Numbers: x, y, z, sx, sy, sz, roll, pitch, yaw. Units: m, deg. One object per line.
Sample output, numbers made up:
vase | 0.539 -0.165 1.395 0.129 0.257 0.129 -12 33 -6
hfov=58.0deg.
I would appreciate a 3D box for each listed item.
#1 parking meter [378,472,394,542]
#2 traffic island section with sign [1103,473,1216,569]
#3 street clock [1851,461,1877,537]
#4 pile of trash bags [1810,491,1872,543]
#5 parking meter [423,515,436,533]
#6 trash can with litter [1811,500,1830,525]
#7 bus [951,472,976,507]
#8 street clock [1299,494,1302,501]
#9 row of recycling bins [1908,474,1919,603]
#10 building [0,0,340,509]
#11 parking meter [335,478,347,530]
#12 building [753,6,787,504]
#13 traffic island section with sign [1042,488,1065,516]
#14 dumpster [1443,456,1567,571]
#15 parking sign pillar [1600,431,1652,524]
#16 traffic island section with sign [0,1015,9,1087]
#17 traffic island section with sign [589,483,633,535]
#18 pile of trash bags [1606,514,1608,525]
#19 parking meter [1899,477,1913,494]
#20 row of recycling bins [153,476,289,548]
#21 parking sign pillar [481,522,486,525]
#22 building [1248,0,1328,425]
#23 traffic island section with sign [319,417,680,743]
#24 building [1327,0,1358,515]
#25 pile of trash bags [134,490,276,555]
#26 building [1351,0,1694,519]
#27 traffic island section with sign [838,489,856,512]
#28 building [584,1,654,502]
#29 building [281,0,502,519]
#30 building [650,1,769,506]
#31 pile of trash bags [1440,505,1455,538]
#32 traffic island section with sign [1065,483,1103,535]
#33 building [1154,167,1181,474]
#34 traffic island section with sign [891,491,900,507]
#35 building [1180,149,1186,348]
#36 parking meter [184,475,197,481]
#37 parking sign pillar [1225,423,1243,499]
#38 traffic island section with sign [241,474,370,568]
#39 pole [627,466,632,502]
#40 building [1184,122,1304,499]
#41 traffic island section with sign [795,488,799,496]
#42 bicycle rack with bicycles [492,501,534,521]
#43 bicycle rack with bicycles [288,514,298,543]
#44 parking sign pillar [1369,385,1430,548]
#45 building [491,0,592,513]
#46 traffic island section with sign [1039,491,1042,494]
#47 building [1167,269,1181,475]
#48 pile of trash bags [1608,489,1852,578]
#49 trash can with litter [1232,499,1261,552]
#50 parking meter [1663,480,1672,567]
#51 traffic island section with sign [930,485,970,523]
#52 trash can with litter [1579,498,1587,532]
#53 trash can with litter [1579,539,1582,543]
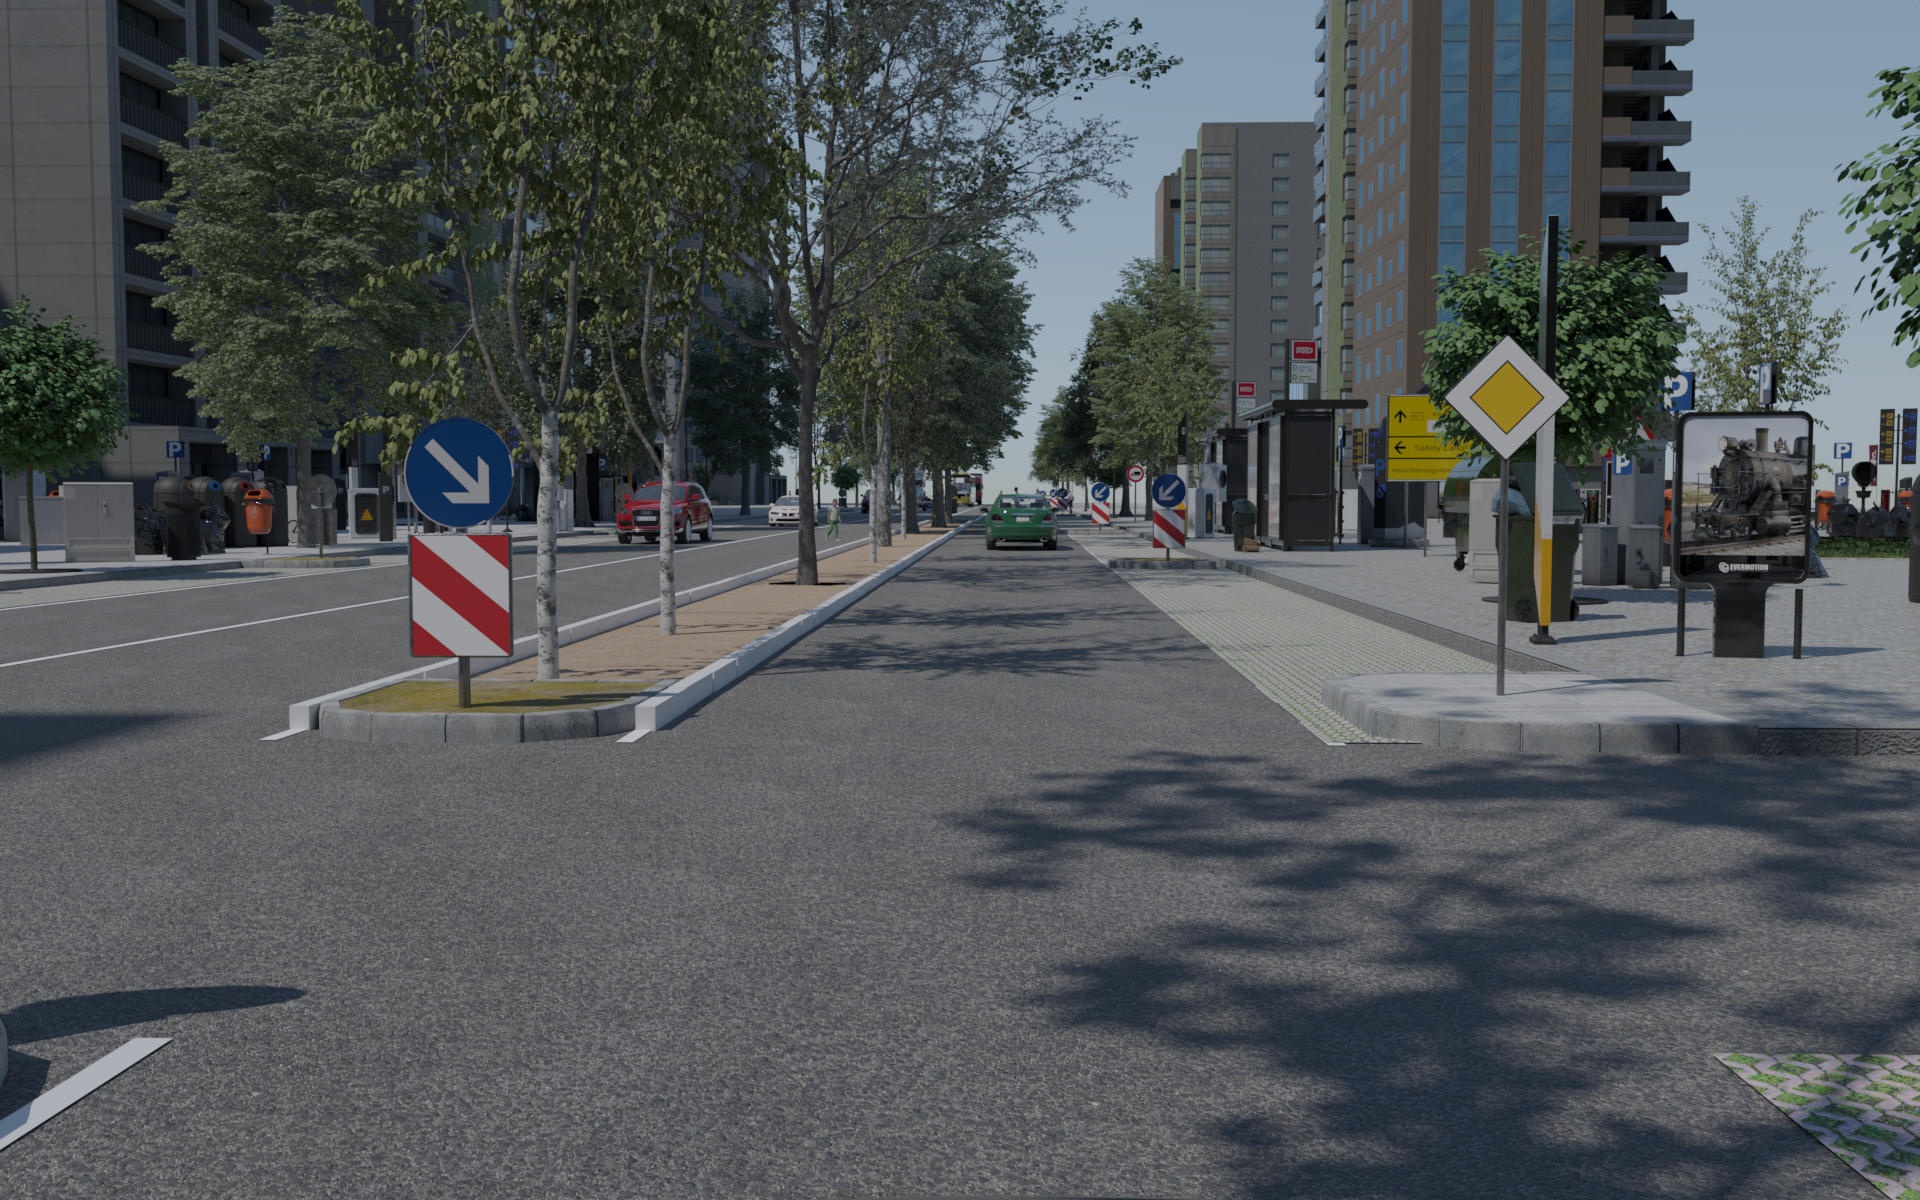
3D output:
parking meter | -15.462 -2.507 46.693 0.399 1.863 0.255 -1 4 -21
traffic island section with sign | 3.891 -1.535 33.729 1.989 1.847 2.006 0 4 2
street clock | 19.964 -2.062 38.284 0.471 2.002 0.358 1 4 12
pile of trash bags | 25.417 -2.404 49.051 1.912 1.369 3.447 -1 4 -10
parking meter | -16.527 -2.784 53.923 0.372 1.533 0.369 0 3 0
trash can with litter | 34.028 -3.415 66.900 1.678 1.210 2.233 3 5 43
bus | 0.227 -12.482 195.630 2.896 3.916 12.252 0 4 3
street clock | 10.399 -2.960 52.963 0.471 2.002 0.358 -1 4 -18
row of recycling bins | 12.900 -0.777 19.825 3.534 1.692 1.069 1 4 21
building | -38.020 -38.704 71.060 20.563 71.187 20.611 0 4 2
parking meter | -22.088 -3.433 61.833 0.399 1.863 0.255 -1 4 -17
building | -33.160 -47.953 222.287 20.563 71.187 20.611 0 4 2
traffic island section with sign | 6.438 -6.258 110.938 1.989 1.847 2.006 0 4 2
dumpster | 8.780 -1.556 27.941 1.502 2.255 1.985 0 4 2
parking sign pillar | 19.417 -3.793 50.486 1.447 3.967 1.447 3 4 38
traffic island section with sign | -3.198 0.283 3.512 2.006 1.907 1.989 0 4 2
traffic island section with sign | -11.897 -3.206 61.043 1.989 1.847 2.006 0 4 2
pile of trash bags | 13.680 -1.392 32.510 1.912 1.369 3.447 -2 4 -32
parking meter | 32.360 -3.278 59.301 0.399 1.863 0.255 -2 4 -27
row of recycling bins | -17.625 -2.092 41.325 1.069 1.692 3.534 2 4 27
parking sign pillar | -20.794 -5.181 73.180 1.447 3.967 1.447 3 5 39
building | 35.165 -49.963 129.573 22.319 86.520 31.000 0 4 2
traffic island section with sign | -2.943 -0.170 10.915 2.006 1.907 1.989 0 4 2
building | 29.866 -25.962 108.066 14.154 41.232 14.086 0 4 2
pile of trash bags | -16.111 -1.652 36.767 3.447 1.369 1.912 1 4 12
building | 29.797 -27.138 93.819 14.600 45.320 14.200 0 4 2
traffic island section with sign | -9.341 -7.910 137.955 1.989 1.847 2.006 0 4 2
building | -32.992 -29.892 138.849 14.600 45.320 14.200 0 4 2
building | -34.207 -25.114 94.211 14.154 41.232 14.086 0 4 2
building | -34.451 -40.131 198.148 21.231 58.520 28.212 0 4 2
pile of trash bags | 15.113 -2.532 51.149 1.912 1.369 3.447 0 4 -5
traffic island section with sign | 4.796 -3.196 60.881 1.989 1.847 2.006 0 4 2
building | 34.034 -35.889 236.899 14.600 45.320 14.200 0 4 2
traffic island section with sign | -7.519 -11.287 193.176 1.989 1.847 2.006 0 4 2
building | 33.263 -32.047 207.569 14.154 41.232 14.086 0 4 2
parking meter | -23.729 -2.915 53.365 0.399 1.863 0.255 1 4 22
parking sign pillar | 10.468 -4.756 66.229 1.447 3.967 1.447 1 4 22
traffic island section with sign | -12.779 -1.558 34.102 1.989 1.847 2.006 0 4 2
pole | -14.602 -5.059 76.565 0.158 3.312 0.155 0 3 0
building | 33.182 -31.186 193.478 14.154 41.232 14.086 0 4 2
traffic island section with sign | -10.229 -6.259 110.967 1.989 1.847 2.006 0 4 2
bicycle rack with bicycles | -21.877 -4.378 84.955 2.925 0.926 2.852 0 4 -2
bicycle rack with bicycles | -17.887 -1.969 45.576 2.852 0.926 2.925 1 4 8
parking sign pillar | 10.702 -3.278 42.070 1.447 3.967 1.447 -2 4 -28
building | -38.032 -30.397 116.603 23.786 49.044 30.456 0 4 2
traffic island section with sign | 7.339 -7.905 137.878 1.989 1.847 2.006 0 4 2
building | 33.307 -27.550 222.151 14.160 30.474 14.107 0 4 2
pile of trash bags | 12.182 -1.096 27.667 1.912 1.369 3.447 -1 4 -9
trash can with litter | 6.427 -1.654 38.424 0.624 1.170 1.055 -1 4 -9
parking meter | 12.476 -1.362 30.673 0.372 1.533 0.369 0 3 0
traffic island section with sign | -0.466 -4.763 86.012 2.006 1.907 1.989 0 4 2
trash can with litter | 19.817 -2.736 56.122 0.624 1.170 1.055 -2 4 -31
trash can with litter | 15.402 -2.089 45.208 2.233 1.210 1.678 0 4 -3
